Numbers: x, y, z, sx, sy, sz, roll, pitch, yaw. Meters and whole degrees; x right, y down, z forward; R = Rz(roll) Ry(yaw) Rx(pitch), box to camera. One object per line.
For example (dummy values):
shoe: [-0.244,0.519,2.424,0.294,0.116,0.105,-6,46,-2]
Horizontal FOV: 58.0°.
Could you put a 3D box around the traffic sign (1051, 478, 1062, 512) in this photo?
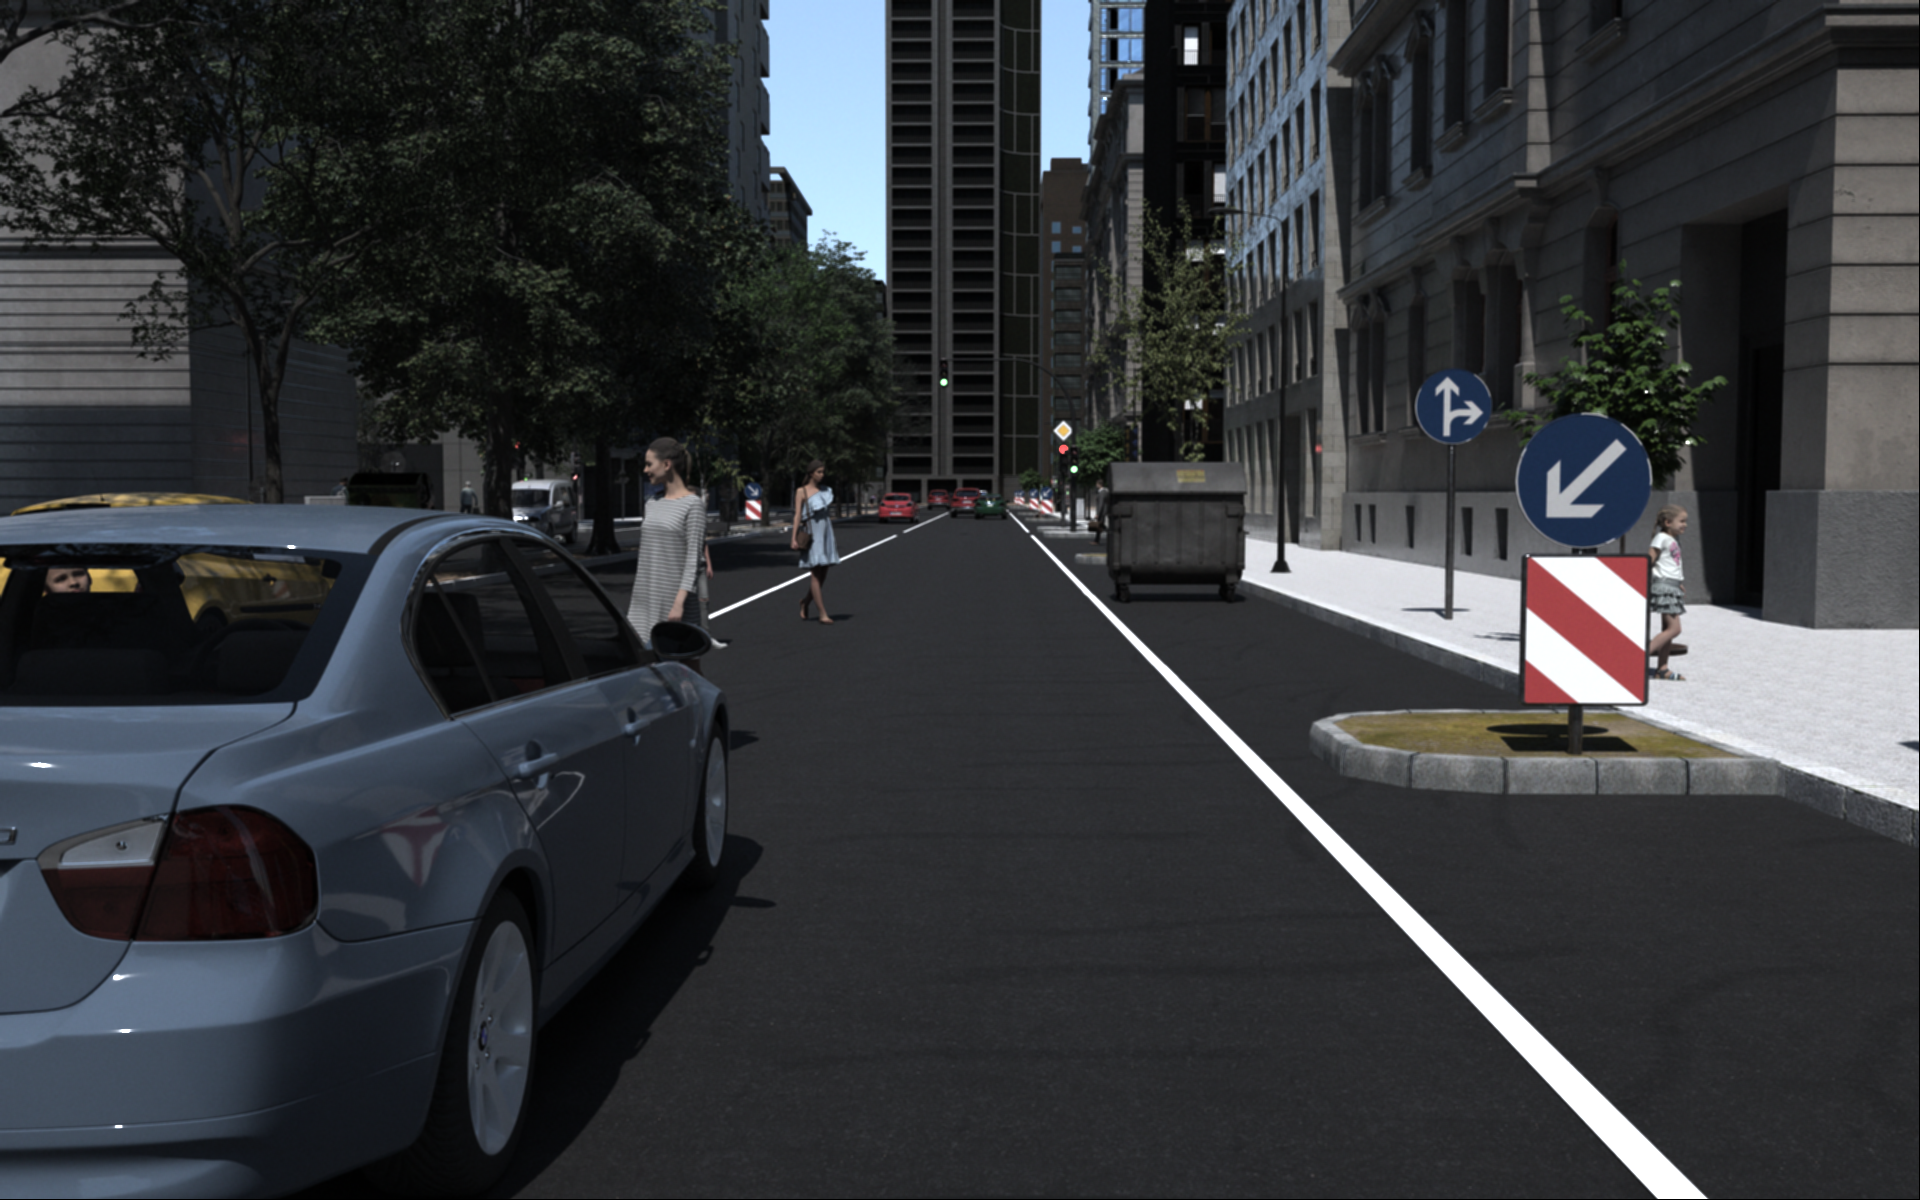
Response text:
traffic sign: [6.714,-7.396,121.024,0.768,2.556,0.104,0,4,2]

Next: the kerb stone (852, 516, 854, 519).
kerb stone: [-6.191,-4.580,97.183,0.120,0.150,1.000,0,4,1]

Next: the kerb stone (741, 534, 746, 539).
kerb stone: [-6.969,-1.981,54.592,0.120,0.150,1.000,0,4,1]

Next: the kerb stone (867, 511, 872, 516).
kerb stone: [-5.939,-5.464,111.534,0.120,0.150,1.000,0,4,1]

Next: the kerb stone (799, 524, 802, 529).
kerb stone: [-6.670,-2.955,70.516,0.120,0.150,1.000,0,4,1]

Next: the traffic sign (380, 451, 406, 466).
traffic sign: [-16.757,-3.124,51.189,0.768,2.556,0.104,0,4,2]

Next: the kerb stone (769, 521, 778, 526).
kerb stone: [-8.617,-3.520,79.752,0.120,0.150,1.000,0,4,1]

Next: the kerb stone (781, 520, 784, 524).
kerb stone: [-8.569,-3.643,81.804,0.120,0.150,1.000,0,4,1]

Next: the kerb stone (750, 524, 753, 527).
kerb stone: [-8.766,-3.013,71.562,0.120,0.150,1.000,0,4,1]

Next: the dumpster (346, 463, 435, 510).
dumpster: [-15.051,-2.496,45.768,1.985,2.255,1.502,0,4,0]

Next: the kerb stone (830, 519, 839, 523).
kerb stone: [-6.363,-4.022,87.957,0.120,0.150,1.000,0,4,1]

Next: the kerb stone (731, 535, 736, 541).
kerb stone: [-6.992,-1.856,52.545,0.120,0.150,1.000,0,4,1]

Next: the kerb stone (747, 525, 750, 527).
kerb stone: [-8.769,-2.957,70.539,0.120,0.150,1.000,0,4,1]

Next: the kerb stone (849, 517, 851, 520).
kerb stone: [-6.229,-4.461,95.135,0.120,0.150,1.000,0,4,1]

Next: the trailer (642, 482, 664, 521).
trailer: [-14.356,-4.587,82.039,1.471,1.999,3.904,0,3,0]

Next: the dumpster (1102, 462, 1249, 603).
dumpster: [2.877,-0.920,23.250,1.865,1.857,1.264,0,4,1]

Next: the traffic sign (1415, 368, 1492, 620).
traffic sign: [5.005,-1.073,17.655,0.768,2.556,0.104,0,4,3]

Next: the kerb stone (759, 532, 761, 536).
kerb stone: [-6.883,-2.228,58.688,0.120,0.150,1.000,0,4,1]

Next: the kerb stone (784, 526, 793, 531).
kerb stone: [-6.732,-2.767,67.439,0.120,0.150,1.000,0,4,1]

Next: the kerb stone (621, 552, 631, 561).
kerb stone: [-7.280,-0.916,37.201,0.120,0.150,1.000,0,4,1]

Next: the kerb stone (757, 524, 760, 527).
kerb stone: [-8.715,-3.140,73.612,0.120,0.150,1.000,0,4,1]

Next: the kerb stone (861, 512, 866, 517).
kerb stone: [-6.036,-5.151,106.412,0.120,0.150,1.000,0,4,1]

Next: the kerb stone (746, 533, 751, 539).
kerb stone: [-6.937,-2.043,55.618,0.120,0.150,1.000,0,4,1]

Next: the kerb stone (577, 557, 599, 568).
kerb stone: [-7.337,-0.729,34.121,0.120,0.150,1.000,0,4,1]

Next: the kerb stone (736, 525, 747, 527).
kerb stone: [-8.798,-2.893,69.515,0.120,0.150,1.000,0,4,1]

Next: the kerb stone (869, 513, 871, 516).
kerb stone: [-5.956,-5.400,110.512,0.120,0.150,1.000,0,4,1]

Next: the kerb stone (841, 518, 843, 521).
kerb stone: [-6.324,-4.145,90.008,0.120,0.150,1.000,0,4,1]

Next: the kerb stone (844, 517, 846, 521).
kerb stone: [-6.285,-4.271,92.062,0.120,0.150,1.000,0,4,1]

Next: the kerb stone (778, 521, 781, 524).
kerb stone: [-8.588,-3.583,80.777,0.120,0.150,1.000,0,4,1]

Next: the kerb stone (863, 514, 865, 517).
kerb stone: [-6.041,-5.088,105.387,0.120,0.150,1.000,0,4,1]

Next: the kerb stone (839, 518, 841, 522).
kerb stone: [-6.352,-4.082,88.979,0.120,0.150,1.000,0,4,1]

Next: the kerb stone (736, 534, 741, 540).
kerb stone: [-6.981,-1.915,53.571,0.120,0.150,1.000,0,4,1]

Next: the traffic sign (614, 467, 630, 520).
traffic sign: [-16.429,-5.157,84.322,0.884,2.594,0.081,0,4,2]

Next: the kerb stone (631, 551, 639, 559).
kerb stone: [-7.254,-0.980,38.222,0.120,0.150,1.000,0,4,1]

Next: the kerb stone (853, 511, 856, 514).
kerb stone: [-7.797,-6.279,124.862,0.120,0.150,1.000,0,4,1]

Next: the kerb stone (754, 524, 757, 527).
kerb stone: [-8.738,-3.082,72.583,0.120,0.150,1.000,0,4,1]

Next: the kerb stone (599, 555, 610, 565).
kerb stone: [-7.320,-0.793,35.153,0.120,0.150,1.000,0,4,1]

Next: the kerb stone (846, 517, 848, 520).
kerb stone: [-6.266,-4.336,93.084,0.120,0.150,1.000,0,4,1]

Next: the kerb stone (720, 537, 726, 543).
kerb stone: [-7.035,-1.729,50.498,0.120,0.150,1.000,0,4,1]

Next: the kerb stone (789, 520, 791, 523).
kerb stone: [-8.518,-3.830,84.872,0.120,0.150,1.000,0,4,1]

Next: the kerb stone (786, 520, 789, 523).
kerb stone: [-8.539,-3.771,83.850,0.120,0.150,1.000,0,4,1]

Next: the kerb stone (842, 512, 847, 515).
kerb stone: [-7.906,-5.895,118.705,0.120,0.150,1.000,0,4,1]

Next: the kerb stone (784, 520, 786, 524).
kerb stone: [-8.554,-3.708,82.826,0.120,0.150,1.000,0,4,1]

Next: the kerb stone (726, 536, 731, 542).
kerb stone: [-7.024,-1.794,51.523,0.120,0.150,1.000,0,4,1]

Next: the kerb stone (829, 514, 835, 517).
kerb stone: [-8.095,-5.273,108.439,0.120,0.150,1.000,0,4,1]

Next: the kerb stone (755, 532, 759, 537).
kerb stone: [-6.908,-2.169,57.666,0.120,0.150,1.000,0,4,1]

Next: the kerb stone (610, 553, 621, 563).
kerb stone: [-7.292,-0.850,36.175,0.120,0.150,1.000,0,4,1]

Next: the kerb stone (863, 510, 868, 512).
kerb stone: [-7.571,-7.032,137.162,0.120,0.150,1.000,0,4,1]

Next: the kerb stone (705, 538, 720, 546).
kerb stone: [-7.059,-1.669,49.476,0.120,0.150,1.000,0,4,1]

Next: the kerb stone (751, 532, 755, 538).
kerb stone: [-6.929,-2.099,56.640,0.120,0.150,1.000,0,4,1]

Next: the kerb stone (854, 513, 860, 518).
kerb stone: [-6.119,-4.838,101.289,0.120,0.150,1.000,0,4,1]

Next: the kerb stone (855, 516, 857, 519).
kerb stone: [-6.161,-4.712,99.240,0.120,0.150,1.000,0,4,1]
